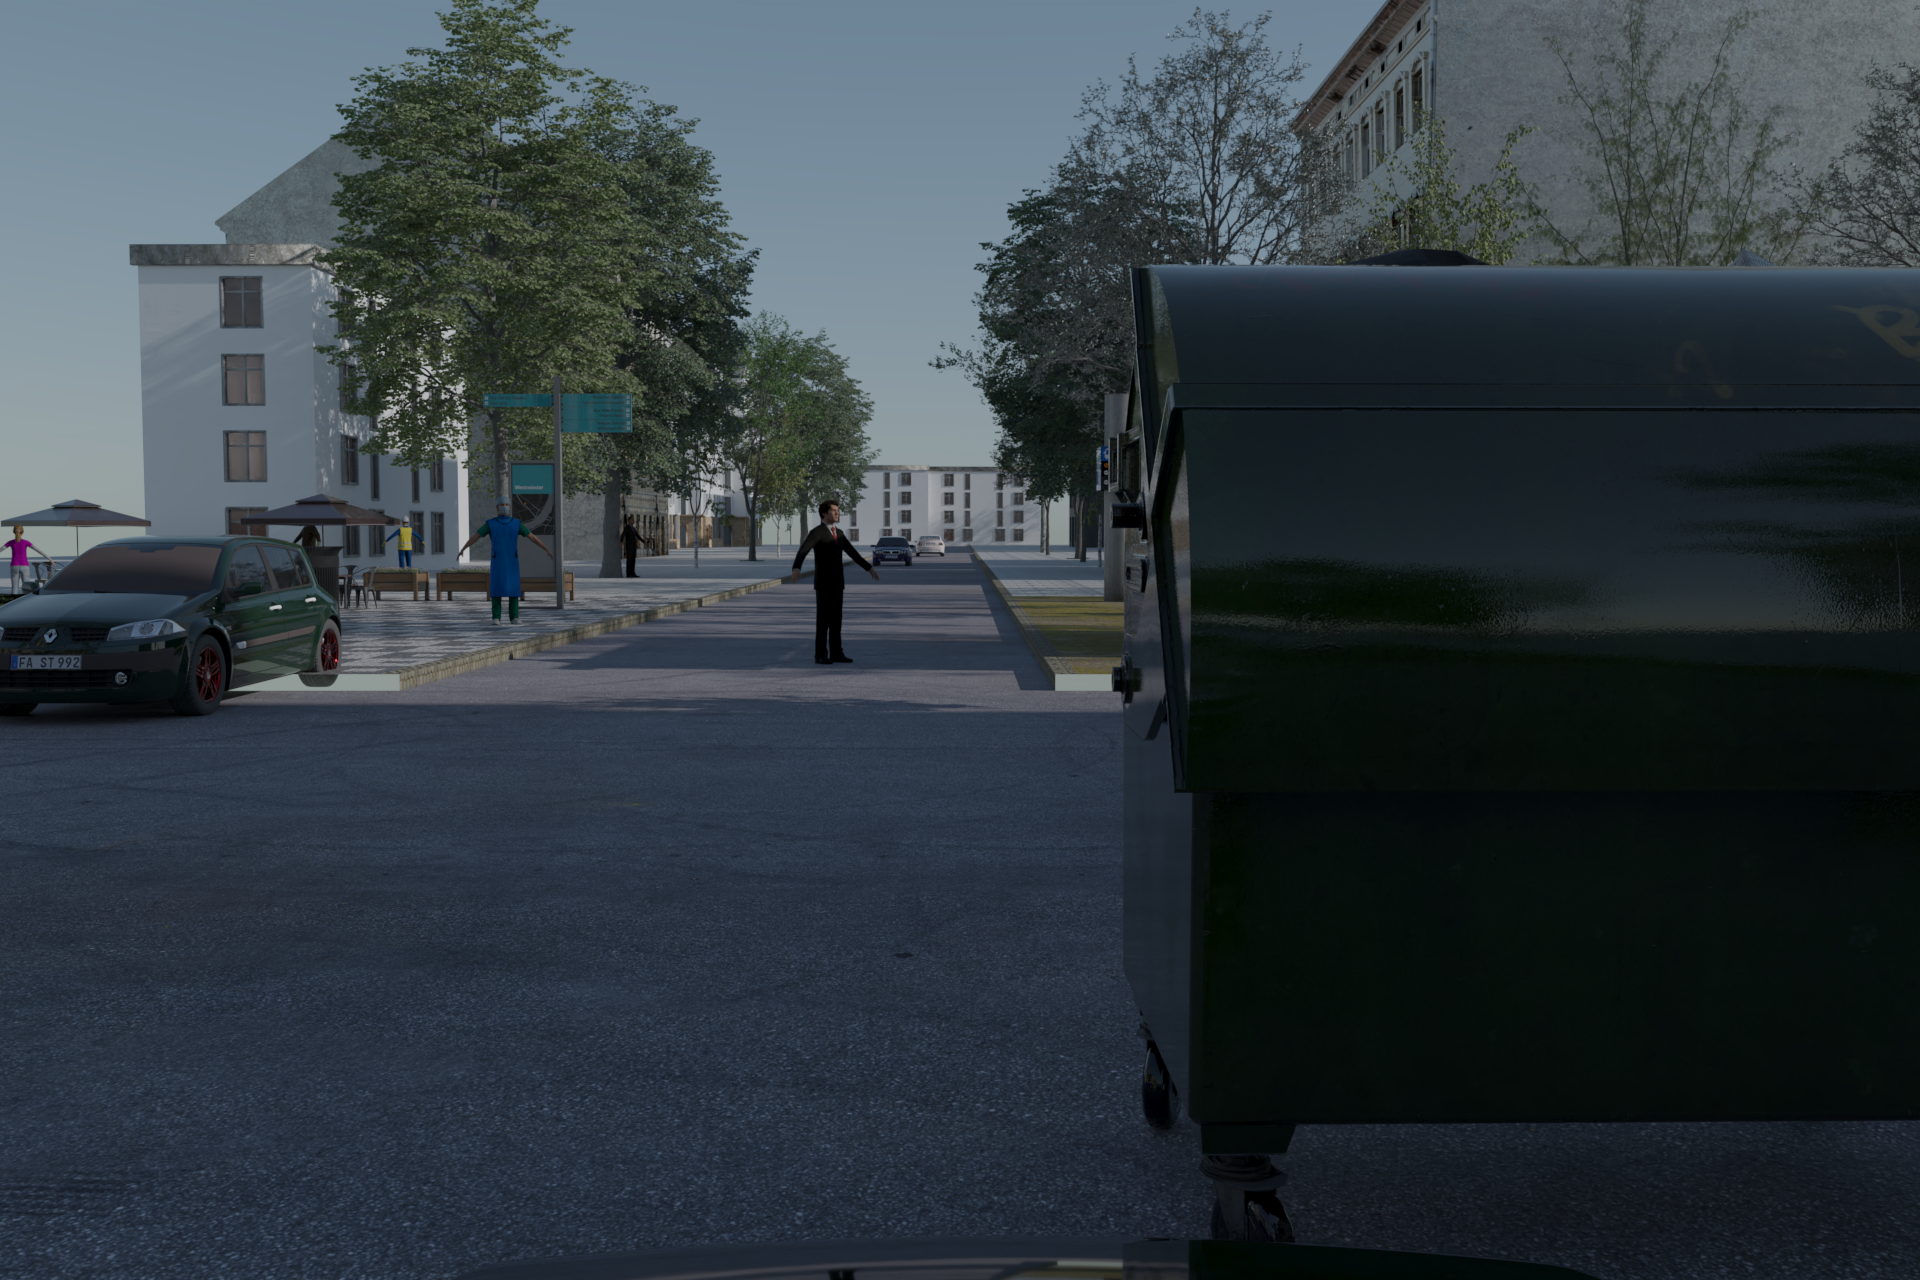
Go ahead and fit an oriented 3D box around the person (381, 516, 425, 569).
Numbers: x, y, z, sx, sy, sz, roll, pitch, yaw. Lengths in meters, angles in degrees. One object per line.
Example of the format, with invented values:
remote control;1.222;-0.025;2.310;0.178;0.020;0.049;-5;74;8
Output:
person;-15.149;-2.490;47.177;1.216;1.772;0.721;-3;5;-39

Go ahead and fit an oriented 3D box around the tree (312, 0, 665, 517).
tree;-9.890;-7.229;36.327;7.486;12.596;7.792;0;3;0

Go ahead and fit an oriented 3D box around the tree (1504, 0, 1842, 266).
tree;9.500;-4.452;23.148;4.360;8.622;3.978;0;3;0

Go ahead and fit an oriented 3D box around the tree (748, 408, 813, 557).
tree;-10.104;-8.938;96.491;4.737;8.622;4.395;0;3;0

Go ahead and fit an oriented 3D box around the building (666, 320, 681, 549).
building;-29.458;-17.231;138.148;16.016;20.090;11.380;0;4;1

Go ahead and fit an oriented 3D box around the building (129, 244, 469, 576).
building;-23.045;-7.473;64.326;9.099;9.664;28.070;0;4;1

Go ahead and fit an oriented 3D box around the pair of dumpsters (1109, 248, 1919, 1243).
pair of dumpsters;2.539;0.073;3.765;4.436;2.255;1.574;0;4;-1

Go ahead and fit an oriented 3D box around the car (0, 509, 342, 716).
car;-6.770;-0.313;14.899;2.009;1.686;4.222;0;4;0

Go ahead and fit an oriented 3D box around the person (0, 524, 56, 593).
person;-14.802;-1.102;27.278;0.991;1.433;0.599;-2;4;-23

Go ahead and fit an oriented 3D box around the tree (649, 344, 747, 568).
tree;-9.943;-7.013;65.025;4.737;8.622;4.395;0;3;0

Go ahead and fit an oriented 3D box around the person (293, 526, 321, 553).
person;-16.802;-2.353;44.605;1.346;1.812;0.704;3;4;38

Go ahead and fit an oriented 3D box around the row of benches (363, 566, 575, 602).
row of benches;-9.511;-1.089;33.266;4.104;0.672;1.422;0;4;5

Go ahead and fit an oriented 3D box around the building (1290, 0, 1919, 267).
building;21.838;-13.713;55.130;19.493;23.208;18.063;0;4;0

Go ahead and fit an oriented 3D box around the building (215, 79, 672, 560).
building;-26.455;-16.044;93.243;19.493;23.208;18.063;0;4;-1

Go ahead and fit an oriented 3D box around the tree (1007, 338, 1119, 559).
tree;6.043;-9.939;88.252;9.928;11.665;9.643;0;3;0

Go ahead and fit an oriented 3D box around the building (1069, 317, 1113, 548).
building;25.022;-20.443;178.222;27.936;21.610;32.646;0;4;0

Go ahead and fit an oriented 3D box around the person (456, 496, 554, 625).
person;-6.445;-1.125;24.528;1.347;1.817;0.704;-1;4;-23

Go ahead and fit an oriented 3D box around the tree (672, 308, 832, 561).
tree;-9.860;-9.503;81.133;9.928;11.665;9.643;0;3;0

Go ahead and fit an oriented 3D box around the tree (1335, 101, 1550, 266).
tree;8.420;-4.837;29.449;4.737;8.622;4.395;0;3;0

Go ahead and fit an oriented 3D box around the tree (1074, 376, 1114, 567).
tree;5.604;-7.123;66.826;4.737;8.622;4.395;0;3;0

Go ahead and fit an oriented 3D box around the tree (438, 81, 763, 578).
tree;-10.260;-8.804;50.604;9.857;13.997;8.962;0;3;0

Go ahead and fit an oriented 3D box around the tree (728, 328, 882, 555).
tree;-9.675;-12.191;105.975;9.857;13.997;8.962;0;3;0

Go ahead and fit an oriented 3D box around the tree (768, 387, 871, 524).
tree;-9.775;-11.991;121.806;9.928;11.665;9.643;0;3;0

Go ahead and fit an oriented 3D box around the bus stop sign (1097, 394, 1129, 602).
bus stop sign;3.043;-2.679;32.816;0.837;3.901;0.837;0;4;-1

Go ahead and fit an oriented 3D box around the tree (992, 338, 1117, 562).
tree;5.671;-8.801;78.309;8.767;10.594;7.601;-1;4;-14

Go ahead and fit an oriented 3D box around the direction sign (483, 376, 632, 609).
direction sign;-6.808;-2.523;30.007;2.525;3.948;1.411;0;4;2

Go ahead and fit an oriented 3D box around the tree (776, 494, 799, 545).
tree;-20.764;-15.861;209.685;4.737;8.622;4.395;0;3;0

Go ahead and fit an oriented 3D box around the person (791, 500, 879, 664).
person;-1.424;-0.644;19.179;0.705;1.806;1.347;3;5;39

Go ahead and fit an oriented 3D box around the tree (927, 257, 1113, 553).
tree;4.633;-16.087;118.910;12.611;20.169;13.585;0;3;0

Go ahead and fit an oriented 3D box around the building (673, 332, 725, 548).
building;-28.800;-18.715;162.402;16.016;20.090;11.380;0;4;0

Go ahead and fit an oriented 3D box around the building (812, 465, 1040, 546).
building;-4.084;-16.327;211.552;28.070;9.664;9.099;0;4;-4

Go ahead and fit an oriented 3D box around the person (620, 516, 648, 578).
person;-9.648;-2.735;50.934;0.704;1.802;1.346;1;4;23

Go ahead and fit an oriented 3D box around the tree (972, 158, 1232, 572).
tree;5.021;-9.219;57.380;9.857;13.997;8.962;0;3;0

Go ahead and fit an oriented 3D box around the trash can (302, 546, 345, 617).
trash can;-7.636;-0.536;20.419;0.748;1.137;0.748;0;3;0

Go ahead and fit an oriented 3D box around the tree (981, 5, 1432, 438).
tree;5.622;-7.921;39.884;12.009;13.543;11.850;0;3;0

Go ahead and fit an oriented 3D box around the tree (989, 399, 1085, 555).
tree;5.073;-10.415;104.692;8.767;10.594;7.601;3;5;44

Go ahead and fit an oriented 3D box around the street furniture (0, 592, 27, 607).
street furniture;-14.355;-0.315;20.784;5.734;0.657;10.072;0;4;3

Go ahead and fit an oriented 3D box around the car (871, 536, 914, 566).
car;-3.055;-4.027;78.420;1.945;1.354;3.894;0;4;0

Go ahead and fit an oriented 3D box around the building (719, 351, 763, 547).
building;-26.743;-19.696;178.445;16.016;20.090;11.380;0;4;0

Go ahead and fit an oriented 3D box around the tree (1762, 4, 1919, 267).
tree;21.368;-7.577;34.256;12.009;13.543;11.850;0;3;0

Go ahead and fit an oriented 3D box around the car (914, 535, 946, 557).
car;-1.934;-6.078;111.739;2.083;1.381;4.827;0;4;-1
